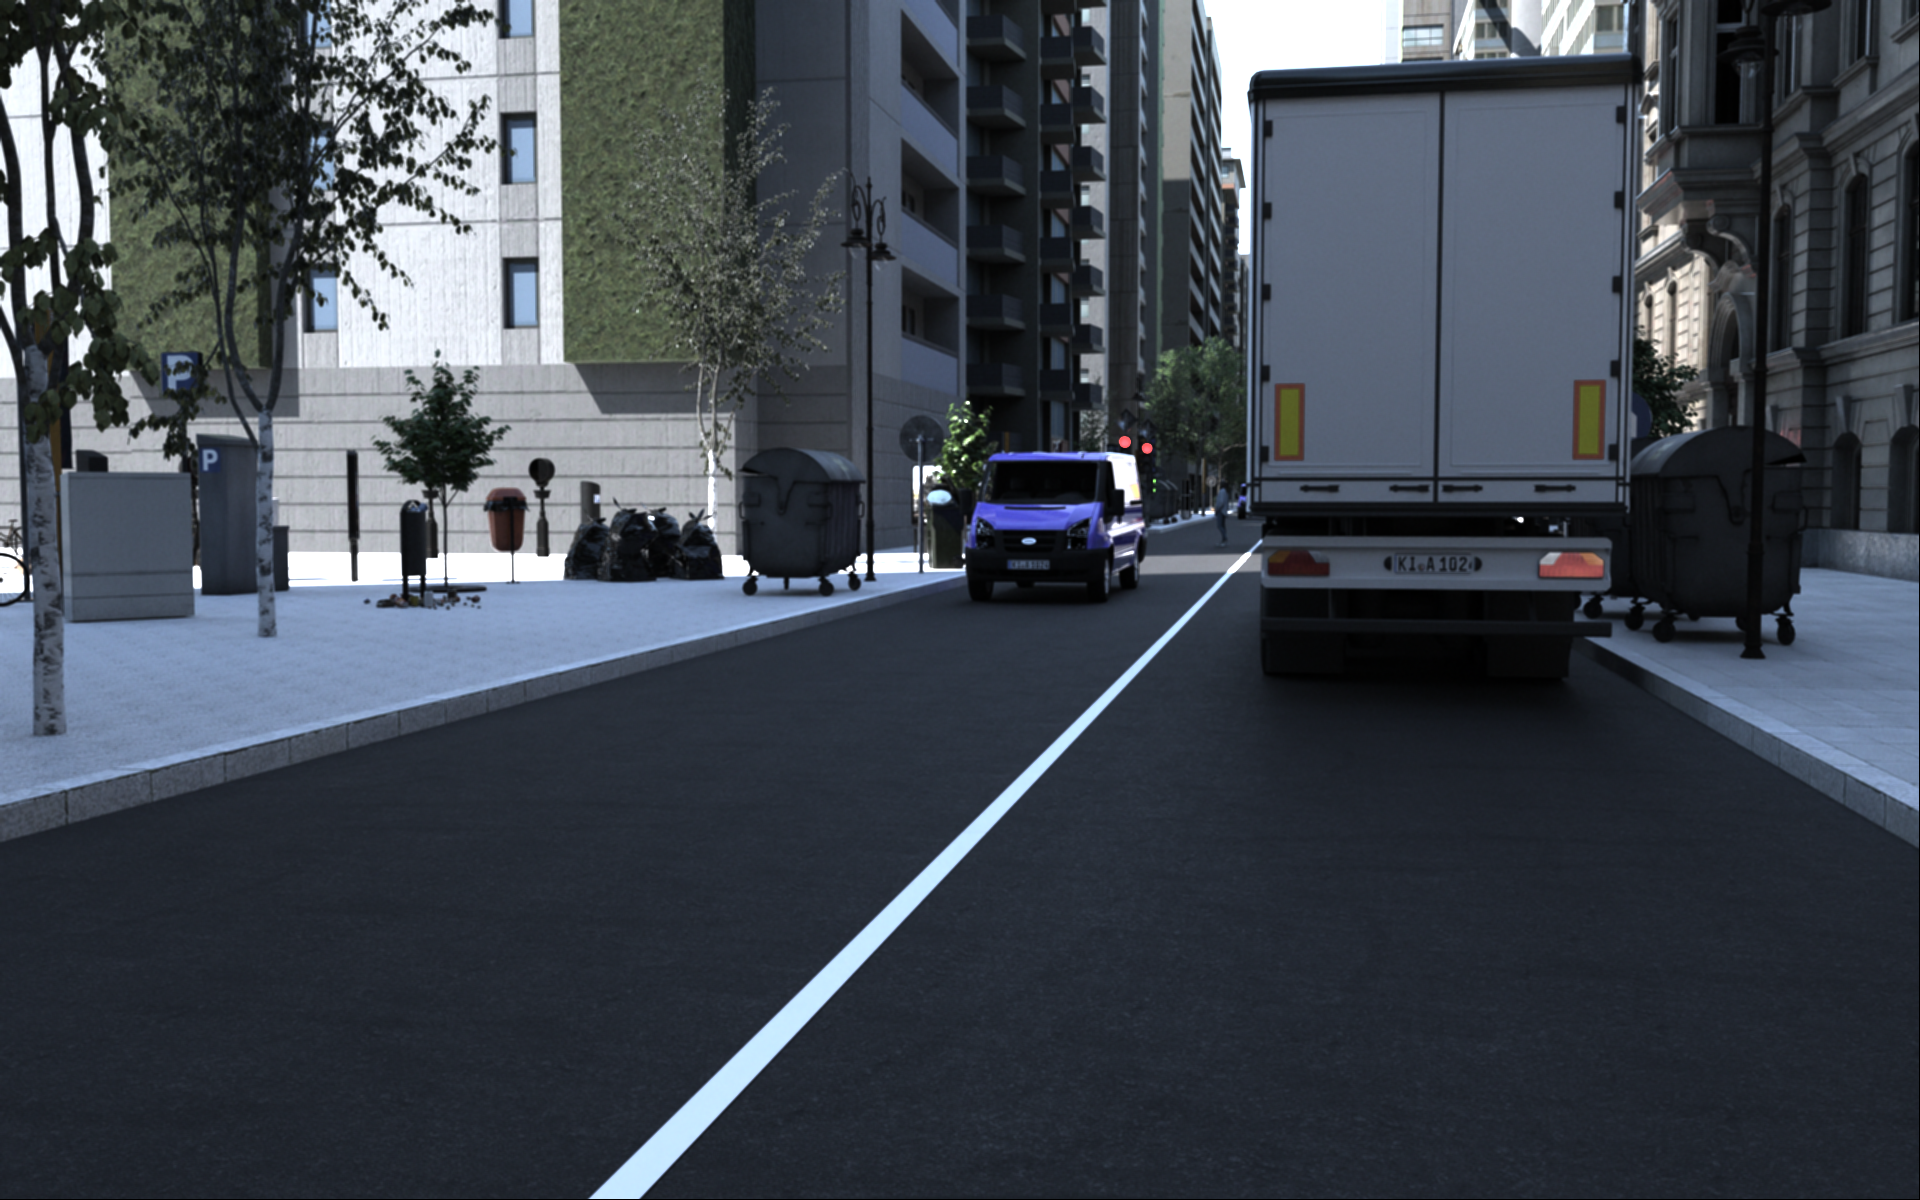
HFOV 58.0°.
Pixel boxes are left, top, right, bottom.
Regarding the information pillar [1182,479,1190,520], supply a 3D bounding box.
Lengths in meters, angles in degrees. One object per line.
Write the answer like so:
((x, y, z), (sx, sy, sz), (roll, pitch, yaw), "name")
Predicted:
((11.340, -5.042, 86.921), (0.304, 2.012, 0.304), (-1, 4, -22), "information pillar")

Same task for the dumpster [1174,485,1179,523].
((9.034, -4.364, 77.108), (1.264, 1.857, 1.865), (1, 4, 11), "dumpster")

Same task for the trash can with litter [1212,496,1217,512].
((18.040, -6.766, 122.009), (0.624, 1.170, 1.055), (2, 4, 29), "trash can with litter")

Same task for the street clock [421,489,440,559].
((-10.486, -1.820, 34.324), (0.358, 2.002, 0.471), (2, 4, 35), "street clock")

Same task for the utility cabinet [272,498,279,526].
((-10.438, -0.891, 25.722), (0.306, 1.237, 1.020), (-3, 5, -41), "utility cabinet")

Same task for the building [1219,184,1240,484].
((27.101, -35.802, 239.993), (22.147, 44.769, 28.867), (1, 4, 11), "building")

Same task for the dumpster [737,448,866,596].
((-2.040, -1.020, 22.435), (1.264, 1.857, 1.865), (1, 4, 11), "dumpster")

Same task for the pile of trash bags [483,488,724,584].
((-5.358, -0.982, 25.815), (3.447, 1.369, 1.912), (-2, 4, -32), "pile of trash bags")

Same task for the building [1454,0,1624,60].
((47.864, -26.221, 120.586), (32.217, 40.220, 23.993), (1, 4, 11), "building")

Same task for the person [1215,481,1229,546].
((7.261, -2.388, 47.805), (0.793, 1.790, 0.793), (-1, 4, -11), "person")

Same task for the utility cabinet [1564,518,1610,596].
((8.173, -0.655, 21.874), (1.020, 1.237, 0.306), (1, 4, 15), "utility cabinet")

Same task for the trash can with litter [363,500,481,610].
((-6.143, -0.565, 20.302), (1.678, 1.210, 2.233), (0, 4, 5), "trash can with litter")

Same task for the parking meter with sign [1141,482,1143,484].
((11.143, -6.828, 107.906), (1.738, 3.016, 0.543), (2, 4, 23), "parking meter with sign")

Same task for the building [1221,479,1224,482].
((13.624, -30.849, 196.268), (32.217, 40.220, 23.993), (1, 4, 11), "building")

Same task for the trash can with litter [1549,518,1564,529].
((22.053, -3.157, 63.012), (0.624, 1.170, 1.055), (3, 5, 43), "trash can with litter")

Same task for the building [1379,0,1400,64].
((56.650, -39.678, 190.740), (21.231, 58.520, 28.212), (1, 4, 11), "building")

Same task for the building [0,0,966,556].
((-14.435, -30.834, 46.143), (28.212, 58.520, 21.231), (1, 4, 11), "building")

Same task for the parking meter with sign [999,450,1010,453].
((1.193, -4.466, 69.272), (0.543, 3.016, 1.738), (-3, 5, -45), "parking meter with sign")

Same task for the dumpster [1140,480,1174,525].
((8.202, -4.114, 73.015), (1.264, 1.857, 1.865), (1, 4, 11), "dumpster")

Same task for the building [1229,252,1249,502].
((40.867, -36.918, 287.200), (14.154, 41.232, 14.086), (1, 4, 11), "building")

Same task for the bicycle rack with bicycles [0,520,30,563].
((-18.747, -1.324, 35.029), (2.852, 0.926, 2.925), (1, 4, 13), "bicycle rack with bicycles")

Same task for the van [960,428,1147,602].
((1.441, -1.253, 24.869), (2.240, 2.365, 5.245), (1, 4, 12), "van")

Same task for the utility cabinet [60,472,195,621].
((-8.496, -0.551, 17.686), (1.173, 1.500, 0.318), (-3, 5, -43), "utility cabinet")

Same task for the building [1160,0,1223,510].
((14.674, -33.545, 172.157), (21.300, 48.544, 21.600), (1, 4, 11), "building")

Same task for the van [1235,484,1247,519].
((17.123, -5.855, 100.107), (2.240, 2.365, 5.245), (1, 4, 13), "van")

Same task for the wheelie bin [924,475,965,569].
((-0.260, -1.330, 29.661), (0.693, 1.594, 0.980), (-1, 4, -10), "wheelie bin")

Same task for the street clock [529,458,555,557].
((-8.476, -1.870, 35.147), (0.471, 2.002, 0.358), (1, 4, 18), "street clock")

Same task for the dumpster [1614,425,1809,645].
((6.713, -0.594, 15.476), (1.264, 1.857, 1.865), (1, 4, 11), "dumpster")

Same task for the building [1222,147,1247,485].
((29.255, -41.515, 268.006), (28.713, 52.752, 27.495), (1, 4, 11), "building")

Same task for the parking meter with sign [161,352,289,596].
((-9.335, -1.584, 22.166), (0.543, 3.016, 1.738), (1, 4, 16), "parking meter with sign")

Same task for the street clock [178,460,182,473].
((-14.605, -1.741, 33.034), (0.471, 2.002, 0.358), (-3, 5, -40), "street clock")

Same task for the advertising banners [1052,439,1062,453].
((2.654, -3.637, 55.645), (0.090, 3.025, 2.074), (-2, 4, -34), "advertising banners")

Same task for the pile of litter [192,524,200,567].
((-13.838, -1.034, 30.877), (1.719, 0.858, 1.176), (0, 4, -1), "pile of litter")

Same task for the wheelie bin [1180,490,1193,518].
((12.130, -5.191, 92.781), (0.693, 1.594, 0.980), (0, 4, 2), "wheelie bin")

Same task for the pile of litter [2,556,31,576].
((-14.755, -0.864, 28.093), (1.176, 0.858, 1.719), (2, 4, 30), "pile of litter")

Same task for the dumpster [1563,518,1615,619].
((7.133, -0.767, 18.296), (1.264, 1.857, 1.865), (1, 4, 11), "dumpster")

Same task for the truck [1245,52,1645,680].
((4.172, -1.702, 16.749), (2.839, 4.237, 11.283), (1, 4, 11), "truck")

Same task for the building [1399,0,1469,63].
((42.801, -28.021, 141.737), (14.154, 41.232, 14.086), (1, 4, 11), "building")

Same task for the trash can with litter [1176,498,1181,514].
((13.854, -6.018, 109.781), (1.055, 1.170, 0.624), (-1, 4, -16), "trash can with litter")

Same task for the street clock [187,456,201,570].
((-12.693, -1.504, 29.160), (0.358, 2.002, 0.471), (1, 4, 13), "street clock")

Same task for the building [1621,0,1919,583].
((20.834, -13.068, 32.745), (14.460, 24.649, 34.723), (1, 4, 11), "building")

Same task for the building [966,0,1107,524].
((-4.586, -26.374, 85.840), (22.147, 44.769, 28.867), (1, 4, 11), "building")

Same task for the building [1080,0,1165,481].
((7.311, -27.131, 127.192), (14.154, 41.232, 14.086), (1, 4, 11), "building")

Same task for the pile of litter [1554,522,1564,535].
((19.201, -2.431, 53.707), (1.719, 0.858, 1.176), (2, 4, 34), "pile of litter")
